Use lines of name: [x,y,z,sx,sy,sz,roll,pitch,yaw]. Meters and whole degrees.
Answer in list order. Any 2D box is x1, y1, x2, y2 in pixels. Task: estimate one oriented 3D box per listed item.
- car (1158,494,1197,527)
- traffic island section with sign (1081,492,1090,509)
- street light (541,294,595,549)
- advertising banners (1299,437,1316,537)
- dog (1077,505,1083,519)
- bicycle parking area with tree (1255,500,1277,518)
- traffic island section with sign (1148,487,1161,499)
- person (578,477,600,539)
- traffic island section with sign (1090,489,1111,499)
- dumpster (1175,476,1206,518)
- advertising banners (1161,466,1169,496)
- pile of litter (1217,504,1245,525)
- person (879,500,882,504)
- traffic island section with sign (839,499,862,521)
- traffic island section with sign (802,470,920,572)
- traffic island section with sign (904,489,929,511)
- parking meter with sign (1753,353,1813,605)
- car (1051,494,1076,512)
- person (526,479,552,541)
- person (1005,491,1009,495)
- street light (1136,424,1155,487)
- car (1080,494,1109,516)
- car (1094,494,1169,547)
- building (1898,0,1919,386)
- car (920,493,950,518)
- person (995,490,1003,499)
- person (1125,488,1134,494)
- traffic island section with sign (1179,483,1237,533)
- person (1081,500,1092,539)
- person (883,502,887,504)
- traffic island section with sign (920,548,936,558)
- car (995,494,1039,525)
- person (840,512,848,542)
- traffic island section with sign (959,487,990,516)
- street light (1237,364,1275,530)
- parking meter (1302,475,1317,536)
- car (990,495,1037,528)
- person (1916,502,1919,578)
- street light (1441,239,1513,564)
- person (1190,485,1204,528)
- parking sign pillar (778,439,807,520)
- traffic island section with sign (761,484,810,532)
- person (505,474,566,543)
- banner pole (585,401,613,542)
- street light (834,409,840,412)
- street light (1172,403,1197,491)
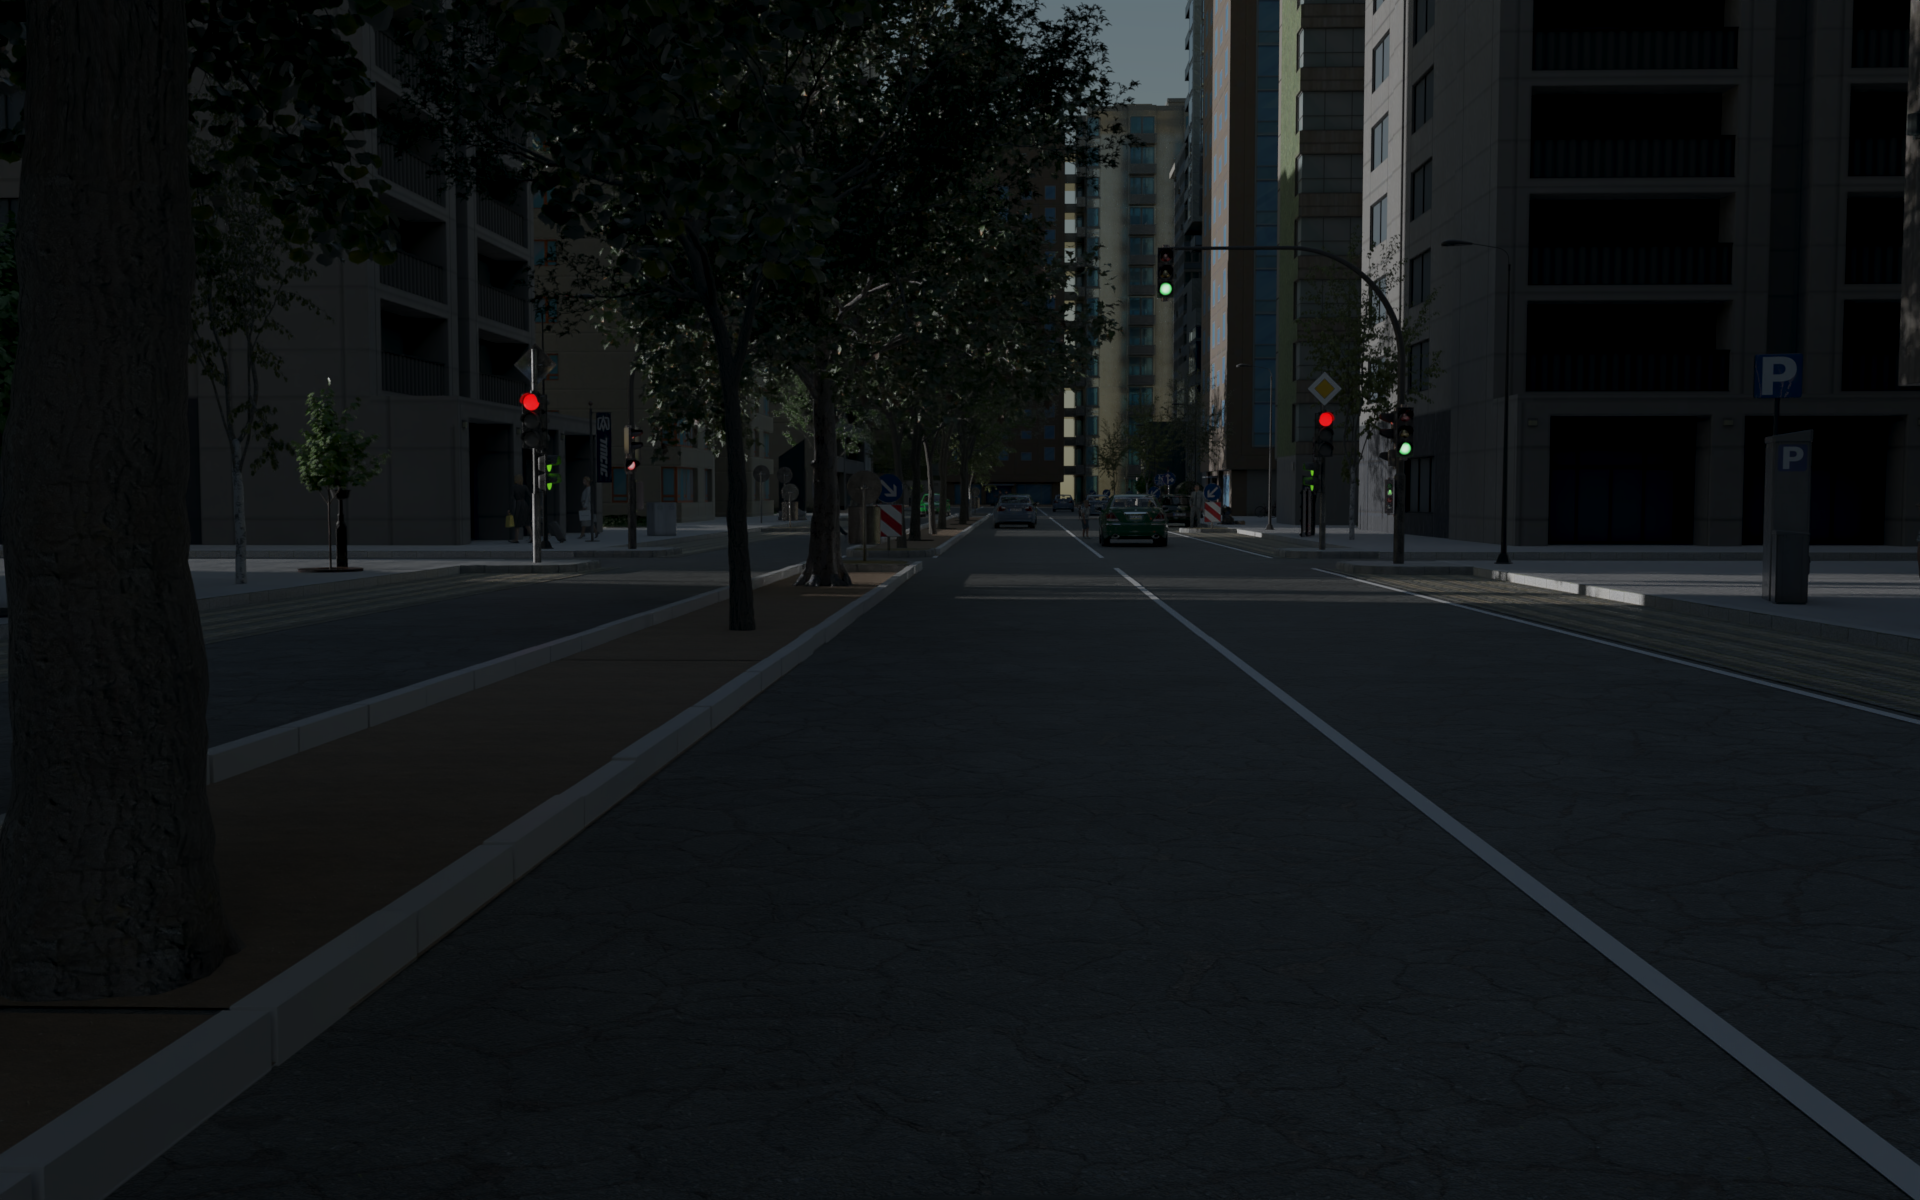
car: [9.341,-4.017,75.471,2.009,1.686,4.222,0,4,1]
traffic island section with sign: [12.786,-9.798,168.825,1.989,1.847,2.006,0,4,2]
street light: [-9.155,-4.146,40.321,1.470,5.913,1.316,0,4,2]
advertising banners: [10.532,-3.432,52.295,0.090,3.025,2.074,2,4,24]
dog: [6.748,-4.728,94.135,0.800,0.831,0.513,0,4,-2]
bicycle parking area with tree: [20.771,-6.449,92.451,9.016,4.147,8.231,0,4,-3]
traffic island section with sign: [10.159,-5.100,92.016,1.989,1.847,2.006,0,4,2]
person: [-10.706,-2.660,49.894,0.624,1.780,0.694,0,4,1]
traffic island section with sign: [11.859,-8.150,141.886,1.989,1.847,2.006,0,4,2]
dumpster: [12.238,-5.476,92.023,1.502,2.255,1.985,0,4,2]
advertising banners: [12.907,-6.896,108.933,0.090,3.025,2.074,1,4,20]
pile of litter: [11.435,-3.606,72.924,1.176,0.858,1.719,0,4,3]
person: [-7.144,-9.070,157.572,0.421,1.427,0.697,2,4,30]
traffic island section with sign: [-5.540,-5.153,92.885,1.989,1.847,2.006,0,4,2]
traffic island section with sign: [-1.851,-1.490,32.495,2.006,1.907,1.989,0,4,2]
traffic island section with sign: [-3.838,-8.186,142.471,1.989,1.847,2.006,0,4,2]
parking meter with sign: [9.929,-1.503,20.830,0.543,3.016,1.738,1,4,17]
car: [8.363,-7.829,140.004,2.014,1.417,4.499,0,4,4]
person: [-11.486,-2.515,47.352,0.728,1.800,0.709,-3,5,-43]
person: [5.218,-11.158,191.384,0.683,1.767,0.568,1,4,15]
street light: [12.370,-8.703,114.837,1.470,5.913,1.316,0,4,2]
car: [7.936,-5.398,100.264,2.014,1.417,4.499,0,4,3]
car: [4.852,-2.259,48.738,2.131,1.459,4.920,0,4,3]
building: [19.973,-15.238,20.838,14.160,30.474,14.107,0,4,2]
car: [-1.571,-6.004,106.961,1.959,1.807,4.718,0,4,3]
person: [3.449,-8.788,152.718,0.750,1.759,0.617,-3,4,-38]
person: [14.844,-8.912,151.734,1.348,1.826,0.705,1,4,10]
traffic island section with sign: [9.207,-3.416,64.481,1.989,1.847,2.006,0,4,2]
person: [4.046,-2.580,55.363,0.332,1.250,0.352,-1,4,-10]
person: [-3.651,-4.654,84.764,0.590,1.801,0.661,-1,4,-12]
traffic island section with sign: [-1.588,-1.943,39.897,2.006,1.907,1.989,0,4,2]
car: [2.742,-4.346,82.862,2.131,1.459,4.920,0,4,1]
person: [-3.709,-2.672,52.032,0.795,1.843,0.661,0,4,-5]
traffic island section with sign: [0.976,-6.536,114.992,2.006,1.907,1.989,0,4,2]
street light: [10.566,-5.467,61.932,1.470,5.913,1.316,0,4,2]
parking meter: [10.790,-2.924,53.525,0.399,1.863,0.255,3,4,37]
car: [2.293,-3.756,73.421,2.014,1.417,4.499,0,4,1]
person: [9.169,-0.338,16.253,0.352,1.250,0.332,-1,4,-17]
street light: [9.471,-3.621,31.742,1.470,5.913,1.316,0,4,2]
person: [9.427,-3.700,69.096,0.635,1.810,0.391,1,4,21]
parking sign pillar: [-8.198,-5.887,84.722,1.447,3.967,1.447,0,4,5]
traffic island section with sign: [-6.463,-3.506,65.946,1.989,1.847,2.006,0,4,2]
person: [-11.107,-2.385,45.260,1.509,1.804,0.699,0,4,-5]
banner pole: [-9.713,-3.460,46.592,0.863,3.779,0.401,1,4,19]
street light: [-7.262,-7.497,95.110,1.470,5.913,1.316,0,4,2]
street light: [11.471,-7.080,88.295,1.470,5.913,1.316,0,4,2]
